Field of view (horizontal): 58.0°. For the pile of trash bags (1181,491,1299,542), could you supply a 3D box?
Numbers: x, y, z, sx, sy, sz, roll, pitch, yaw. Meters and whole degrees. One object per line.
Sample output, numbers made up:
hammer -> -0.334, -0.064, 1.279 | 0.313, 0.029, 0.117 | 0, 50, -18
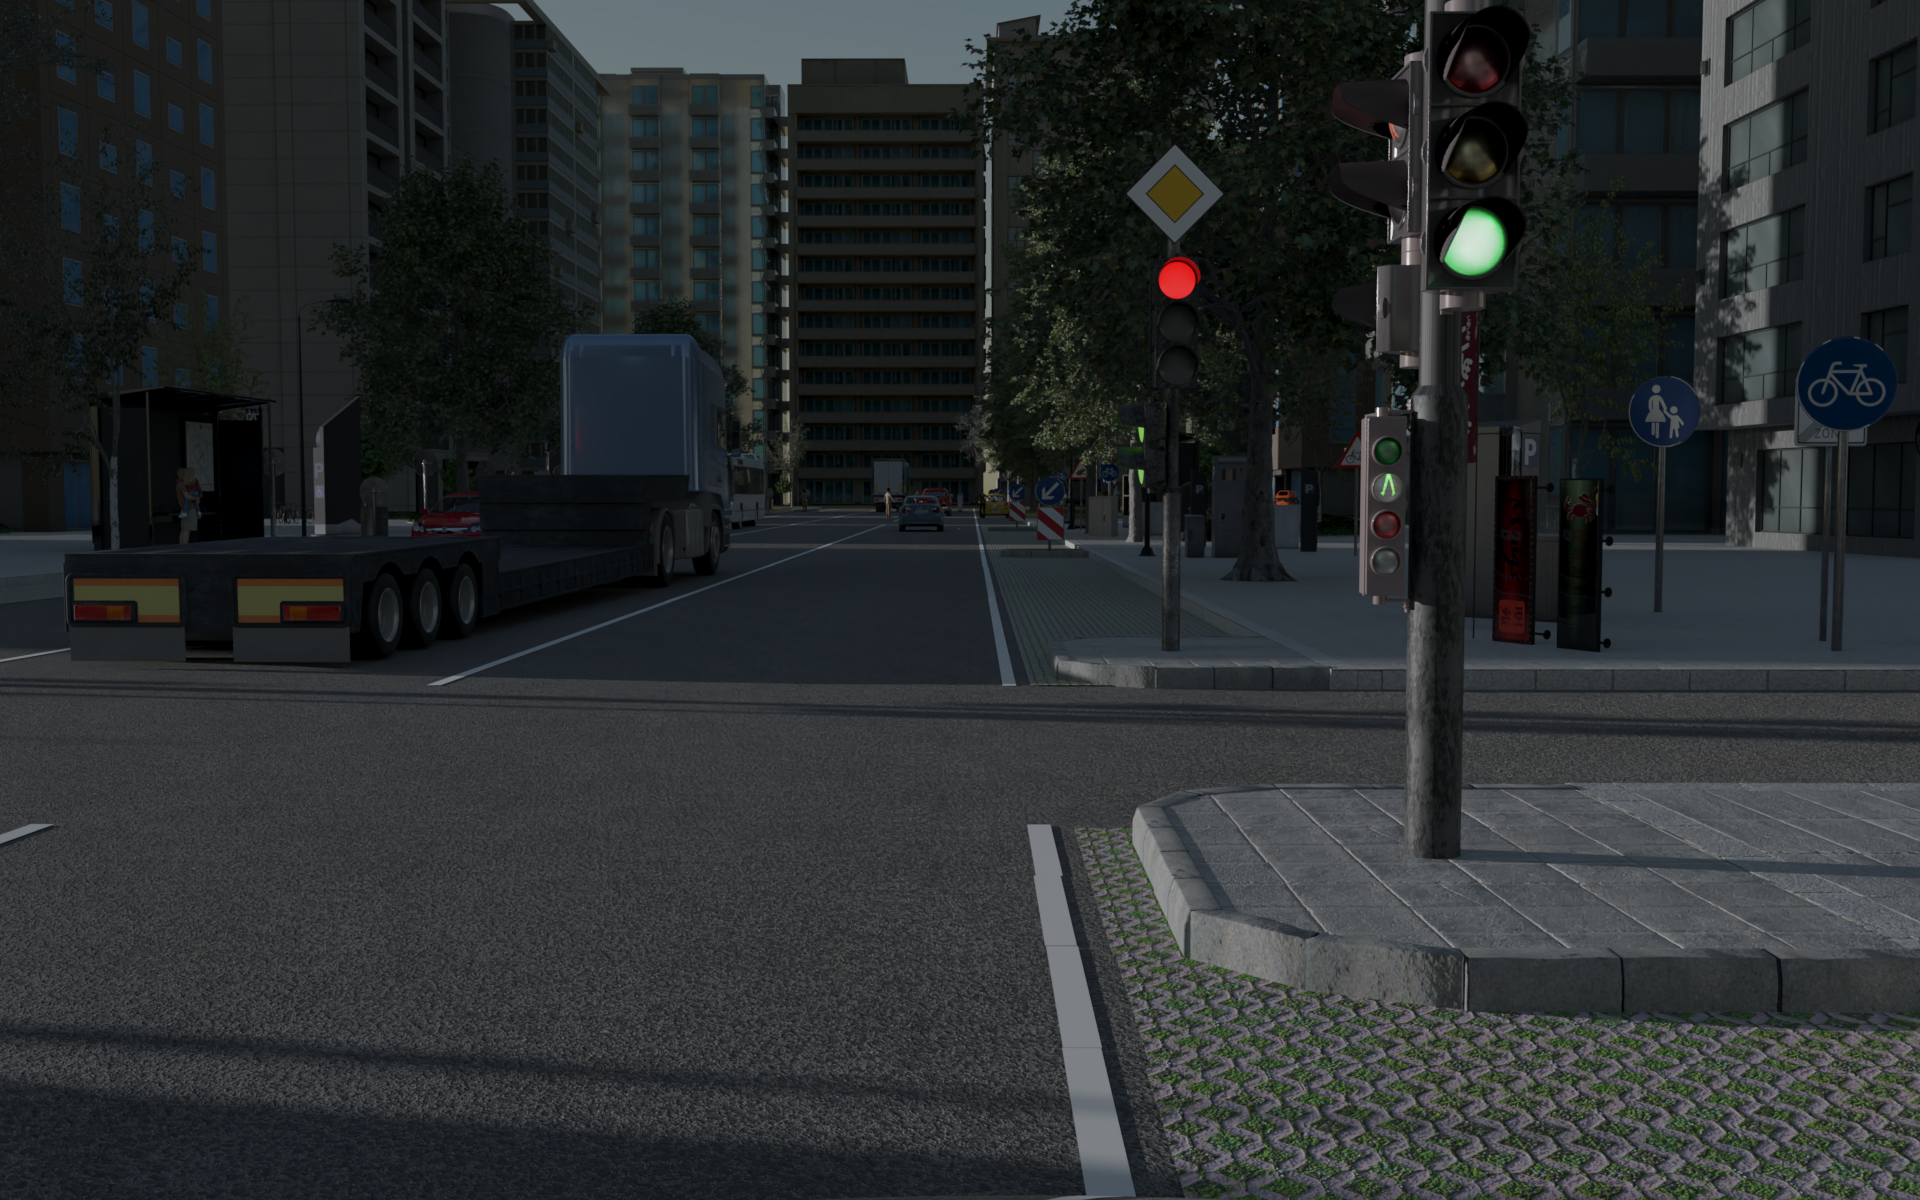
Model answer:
pile of trash bags -> 7.583, -2.249, 46.524 | 3.447, 1.369, 1.912 | 3, 5, 44

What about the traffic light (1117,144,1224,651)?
traffic light -> 1.708, -1.538, 14.073 | 0.839, 4.253, 0.868 | 0, 4, 0

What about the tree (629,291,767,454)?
tree -> -16.249, -11.094, 98.399 | 9.611, 12.733, 9.660 | 0, 3, 0

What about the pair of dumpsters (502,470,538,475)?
pair of dumpsters -> -17.676, -4.080, 69.209 | 1.574, 2.255, 4.437 | 0, 4, 0

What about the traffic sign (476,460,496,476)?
traffic sign -> -17.798, -3.969, 64.997 | 0.768, 2.556, 0.104 | 0, 4, 6

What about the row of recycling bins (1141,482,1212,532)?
row of recycling bins -> 7.535, -3.165, 58.867 | 3.534, 1.692, 1.069 | 3, 5, 41

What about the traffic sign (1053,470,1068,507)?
traffic sign -> 4.946, -5.234, 85.676 | 0.768, 2.556, 0.104 | 0, 4, 6

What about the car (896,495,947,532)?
car -> -1.511, -3.394, 67.498 | 2.014, 1.417, 4.499 | 0, 4, -1

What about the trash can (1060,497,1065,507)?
trash can -> 4.642, -3.882, 75.121 | 0.748, 1.137, 0.748 | 0, 3, 0

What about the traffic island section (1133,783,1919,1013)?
traffic island section -> 1.698, 0.983, 6.202 | 2.009, 0.180, 2.903 | 0, 4, 0

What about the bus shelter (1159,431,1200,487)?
bus shelter -> 7.971, -4.566, 65.932 | 1.731, 3.624, 6.357 | 0, 4, 0

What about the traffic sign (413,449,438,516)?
traffic sign -> -15.258, -3.017, 49.439 | 0.768, 2.556, 0.104 | 0, 4, 7

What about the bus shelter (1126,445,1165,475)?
bus shelter -> 8.061, -4.872, 73.575 | 2.014, 3.302, 5.546 | 0, 4, 0

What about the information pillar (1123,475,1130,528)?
information pillar -> 6.411, -3.777, 66.251 | 0.304, 2.012, 0.304 | 2, 4, 24

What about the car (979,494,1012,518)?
car -> 2.124, -5.761, 104.422 | 2.015, 1.641, 3.980 | 0, 4, 1

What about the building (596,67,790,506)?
building -> -33.908, -35.337, 197.364 | 30.456, 49.044, 23.786 | 0, 4, 0

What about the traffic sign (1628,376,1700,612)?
traffic sign -> 7.583, -1.140, 18.740 | 0.768, 2.556, 0.104 | 0, 4, 1

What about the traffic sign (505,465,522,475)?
traffic sign -> -19.805, -4.694, 76.848 | 0.768, 2.556, 0.104 | 0, 4, 6

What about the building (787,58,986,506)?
building -> -7.883, -35.055, 196.852 | 21.600, 48.544, 21.300 | 0, 4, 0

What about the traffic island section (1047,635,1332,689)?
traffic island section -> 1.748, 0.495, 14.186 | 2.009, 0.180, 2.903 | 0, 4, 0

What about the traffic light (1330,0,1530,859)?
traffic light -> -0.434, -1.914, 5.959 | 4.771, 5.953, 1.251 | 0, 4, 0

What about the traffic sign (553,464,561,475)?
traffic sign -> -16.874, -4.490, 73.522 | 0.768, 2.556, 0.104 | 0, 4, 1

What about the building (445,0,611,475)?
building -> -41.205, -27.135, 135.534 | 23.993, 40.220, 32.217 | 0, 4, 0

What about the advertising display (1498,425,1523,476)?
advertising display -> 5.258, -0.695, 16.574 | 0.123, 1.923, 0.974 | 2, 4, 23

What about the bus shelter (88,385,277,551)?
bus shelter -> -18.060, -3.017, 40.605 | 1.731, 3.624, 6.357 | 0, 4, 0

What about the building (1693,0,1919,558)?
building -> 25.122, -16.145, 35.677 | 14.107, 30.474, 14.160 | 0, 4, 0

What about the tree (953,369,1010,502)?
tree -> 4.534, -15.529, 164.271 | 12.009, 13.543, 11.850 | 0, 3, 0

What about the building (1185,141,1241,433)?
building -> 25.644, -22.777, 144.110 | 14.160, 30.474, 14.107 | 0, 4, 0

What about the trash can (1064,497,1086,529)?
trash can -> 4.495, -3.234, 64.527 | 0.748, 1.137, 0.748 | 0, 3, 0

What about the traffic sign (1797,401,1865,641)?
traffic sign -> 7.530, -0.790, 15.045 | 0.606, 2.300, 0.079 | 0, 4, 3

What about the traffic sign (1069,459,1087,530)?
traffic sign -> 4.277, -3.739, 61.136 | 0.884, 2.594, 0.081 | 0, 4, 5

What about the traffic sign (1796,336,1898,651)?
traffic sign -> 7.174, -0.856, 14.096 | 0.768, 2.556, 0.104 | 1, 4, 10

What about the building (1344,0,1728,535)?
building -> 28.605, -27.297, 65.913 | 23.786, 49.044, 30.456 | 0, 4, 0

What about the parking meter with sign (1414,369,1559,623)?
parking meter with sign -> 5.572, -1.321, 17.865 | 0.543, 3.016, 1.738 | -3, 5, -42

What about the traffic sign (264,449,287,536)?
traffic sign -> -19.330, -2.976, 48.768 | 0.768, 2.556, 0.104 | 0, 4, 6

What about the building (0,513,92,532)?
building -> -36.986, -25.275, 63.350 | 14.600, 45.320, 14.200 | 0, 4, 0

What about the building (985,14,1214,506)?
building -> 16.686, -37.361, 200.091 | 27.495, 52.752, 28.713 | 0, 4, 0

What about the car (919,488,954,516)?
car -> -1.572, -6.349, 112.487 | 2.281, 1.827, 5.304 | 0, 4, 1

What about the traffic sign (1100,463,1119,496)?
traffic sign -> 6.066, -4.290, 70.250 | 0.768, 2.556, 0.104 | 1, 4, 9

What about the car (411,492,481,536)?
car -> -10.862, -1.818, 38.771 | 2.155, 1.783, 4.494 | 0, 4, 1

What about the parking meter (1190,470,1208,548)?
parking meter -> 5.731, -2.189, 41.496 | 0.399, 1.863, 0.255 | 0, 4, 0

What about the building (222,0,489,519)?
building -> -38.728, -40.377, 98.410 | 20.563, 71.187, 20.611 | 0, 4, 0

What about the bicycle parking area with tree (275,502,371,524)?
bicycle parking area with tree -> -30.881, -5.500, 76.920 | 8.231, 4.147, 9.016 | 1, 4, 16

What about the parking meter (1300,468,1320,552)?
parking meter -> 7.786, -2.007, 38.518 | 0.399, 1.863, 0.255 | 1, 4, 17

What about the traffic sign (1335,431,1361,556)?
traffic sign -> 8.145, -2.177, 35.597 | 0.884, 2.594, 0.081 | 0, 4, 2

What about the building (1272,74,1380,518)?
building -> 25.156, -27.408, 98.237 | 14.600, 45.320, 14.200 | 0, 4, 0

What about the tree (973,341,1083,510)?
tree -> 5.859, -13.975, 135.149 | 9.857, 13.997, 8.962 | 0, 3, 0

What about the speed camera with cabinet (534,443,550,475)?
speed camera with cabinet -> -16.316, -4.476, 67.515 | 0.660, 3.252, 2.038 | -1, 4, -13

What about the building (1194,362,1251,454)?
building -> 29.611, -49.354, 119.614 | 22.319, 86.520, 31.000 | 0, 4, 0

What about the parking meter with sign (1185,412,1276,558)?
parking meter with sign -> 5.436, -2.367, 34.956 | 1.738, 3.016, 0.543 | 0, 4, -3
